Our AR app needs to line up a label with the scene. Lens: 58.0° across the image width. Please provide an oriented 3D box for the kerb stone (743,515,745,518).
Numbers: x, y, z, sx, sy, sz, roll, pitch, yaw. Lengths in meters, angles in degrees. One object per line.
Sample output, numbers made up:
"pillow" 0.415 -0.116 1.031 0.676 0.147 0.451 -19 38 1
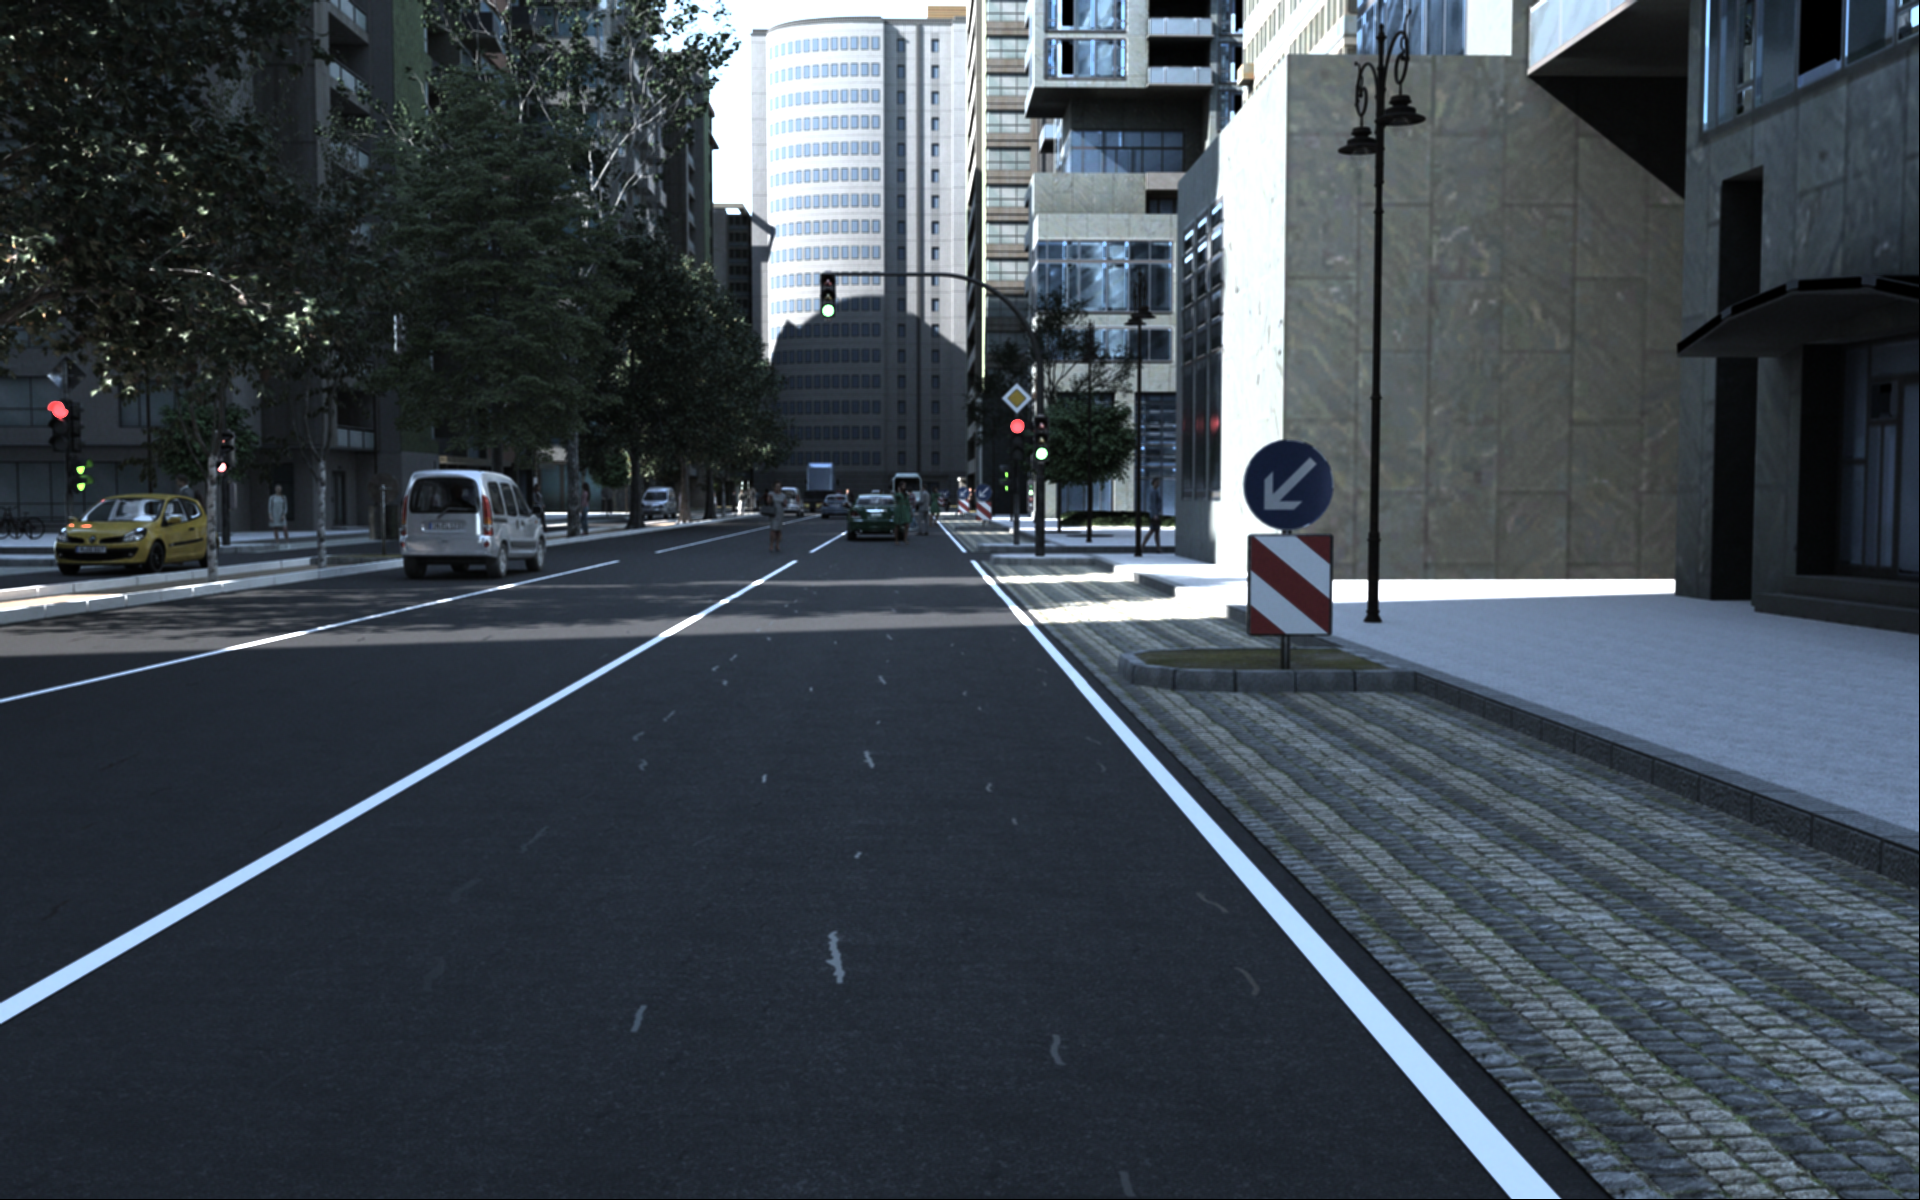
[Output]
"kerb stone" -12.793 -4.816 100.938 0.120 0.150 1.000 0 4 -2

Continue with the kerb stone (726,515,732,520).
"kerb stone" -12.593 -4.374 93.769 0.120 0.150 1.000 0 4 -2

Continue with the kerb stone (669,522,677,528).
"kerb stone" -12.020 -3.061 72.239 0.120 0.150 1.000 0 4 -2

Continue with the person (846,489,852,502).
"person" -7.782 -6.858 121.178 0.434 1.755 0.990 1 4 12

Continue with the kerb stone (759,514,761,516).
"kerb stone" -13.065 -5.442 111.177 0.120 0.150 1.000 0 4 -2

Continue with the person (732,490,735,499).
"person" -25.620 -11.544 195.509 0.721 1.735 1.217 0 4 -6

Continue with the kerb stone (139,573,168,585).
"kerb stone" -12.920 -0.329 27.573 0.120 0.150 1.000 0 4 -2

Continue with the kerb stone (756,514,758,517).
"kerb stone" -13.015 -5.317 109.128 0.120 0.150 1.000 0 4 -2

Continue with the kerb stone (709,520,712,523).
"kerb stone" -12.352 -3.812 84.539 0.120 0.150 1.000 0 4 -2

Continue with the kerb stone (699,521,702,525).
"kerb stone" -12.243 -3.562 80.431 0.120 0.150 1.000 0 4 -2

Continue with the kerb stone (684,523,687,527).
"kerb stone" -12.104 -3.248 75.307 0.120 0.150 1.000 0 4 -2

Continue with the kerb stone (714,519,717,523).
"kerb stone" -12.408 -3.939 86.598 0.120 0.150 1.000 0 4 -2

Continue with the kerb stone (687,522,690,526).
"kerb stone" -12.132 -3.306 76.329 0.120 0.150 1.000 0 4 -2

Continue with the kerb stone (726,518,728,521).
"kerb stone" -12.546 -4.252 91.720 0.120 0.150 1.000 0 4 -2

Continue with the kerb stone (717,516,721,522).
"kerb stone" -12.460 -4.064 88.648 0.120 0.150 1.000 0 4 -2

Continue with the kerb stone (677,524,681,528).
"kerb stone" -12.050 -3.123 73.261 0.120 0.150 1.000 0 4 -2

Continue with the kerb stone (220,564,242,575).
"kerb stone" -13.003 -0.517 30.655 0.120 0.150 1.000 0 4 -2

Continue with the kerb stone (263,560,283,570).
"kerb stone" -13.067 -0.642 32.700 0.120 0.150 1.000 0 4 -2

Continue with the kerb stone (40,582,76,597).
"kerb stone" -12.836 -0.139 24.479 0.120 0.150 1.000 0 4 -2

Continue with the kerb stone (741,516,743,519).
"kerb stone" -12.764 -4.748 99.917 0.120 0.150 1.000 0 4 -2

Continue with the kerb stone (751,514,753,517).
"kerb stone" -12.926 -5.129 106.062 0.120 0.150 1.000 0 4 -2

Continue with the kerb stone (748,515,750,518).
"kerb stone" -12.878 -5.004 104.011 0.120 0.150 1.000 0 4 -2

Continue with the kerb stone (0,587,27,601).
"kerb stone" -12.805 -0.072 23.451 0.120 0.150 1.000 0 4 -2

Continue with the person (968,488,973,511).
"person" 0.875 -7.581 130.520 0.617 1.759 0.750 -2 4 -35

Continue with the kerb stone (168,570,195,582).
"kerb stone" -12.948 -0.384 28.601 0.120 0.150 1.000 0 4 -2

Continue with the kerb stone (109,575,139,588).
"kerb stone" -12.901 -0.255 26.538 0.120 0.150 1.000 0 4 -2

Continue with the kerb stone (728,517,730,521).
"kerb stone" -12.576 -4.309 92.747 0.120 0.150 1.000 0 4 -2

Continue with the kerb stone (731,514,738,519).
"kerb stone" -12.684 -4.566 96.841 0.120 0.150 1.000 0 4 -2

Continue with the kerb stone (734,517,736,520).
"kerb stone" -12.659 -4.503 95.815 0.120 0.150 1.000 0 4 -2

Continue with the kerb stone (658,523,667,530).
"kerb stone" -11.941 -2.871 69.159 0.120 0.150 1.000 0 4 -2

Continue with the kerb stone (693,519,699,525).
"kerb stone" -12.212 -3.496 79.404 0.120 0.150 1.000 0 4 -2

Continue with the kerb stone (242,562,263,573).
"kerb stone" -13.037 -0.580 31.676 0.120 0.150 1.000 0 4 -2

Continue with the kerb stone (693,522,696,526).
"kerb stone" -12.189 -3.436 78.382 0.120 0.150 1.000 0 4 -2

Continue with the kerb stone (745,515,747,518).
"kerb stone" -12.822 -4.879 101.960 0.120 0.150 1.000 0 4 -2

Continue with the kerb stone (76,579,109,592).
"kerb stone" -12.860 -0.201 25.506 0.120 0.150 1.000 0 4 -2

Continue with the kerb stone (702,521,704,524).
"kerb stone" -12.264 -3.617 81.453 0.120 0.150 1.000 0 4 -2

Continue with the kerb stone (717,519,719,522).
"kerb stone" -12.440 -4.002 87.626 0.120 0.150 1.000 0 4 -2

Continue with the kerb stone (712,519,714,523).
"kerb stone" -12.376 -3.876 85.568 0.120 0.150 1.000 0 4 -2

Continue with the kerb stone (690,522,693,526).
"kerb stone" -12.158 -3.374 77.360 0.120 0.150 1.000 0 4 -2

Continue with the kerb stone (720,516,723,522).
"kerb stone" -12.494 -4.127 89.670 0.120 0.150 1.000 0 4 -2

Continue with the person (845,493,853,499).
"person" -10.565 -9.411 162.506 1.348 1.807 0.705 2 4 29

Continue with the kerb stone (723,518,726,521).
"kerb stone" -12.519 -4.184 90.699 0.120 0.150 1.000 0 4 -2

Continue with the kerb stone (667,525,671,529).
"kerb stone" -11.958 -2.935 70.187 0.120 0.150 1.000 0 4 -2

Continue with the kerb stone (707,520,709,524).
"kerb stone" -12.325 -3.748 83.512 0.120 0.150 1.000 0 4 -2

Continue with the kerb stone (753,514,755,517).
"kerb stone" -12.954 -5.192 107.084 0.120 0.150 1.000 0 4 -2

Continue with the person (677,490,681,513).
"person" -21.257 -7.511 131.966 0.621 1.740 0.551 1 4 9

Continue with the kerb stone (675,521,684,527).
"kerb stone" -12.078 -3.186 74.282 0.120 0.150 1.000 0 4 -2

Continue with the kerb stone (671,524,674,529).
"kerb stone" -11.986 -2.997 71.217 0.120 0.150 1.000 0 4 -2

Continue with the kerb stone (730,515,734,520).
"kerb stone" -12.632 -4.440 94.791 0.120 0.150 1.000 0 4 -2

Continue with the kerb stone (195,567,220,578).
"kerb stone" -12.971 -0.452 29.623 0.120 0.150 1.000 0 4 -2

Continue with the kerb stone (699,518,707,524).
"kerb stone" -12.291 -3.688 82.488 0.120 0.150 1.000 0 4 -2

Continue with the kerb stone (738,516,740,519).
"kerb stone" -12.708 -4.628 97.868 0.120 0.150 1.000 0 4 -2
